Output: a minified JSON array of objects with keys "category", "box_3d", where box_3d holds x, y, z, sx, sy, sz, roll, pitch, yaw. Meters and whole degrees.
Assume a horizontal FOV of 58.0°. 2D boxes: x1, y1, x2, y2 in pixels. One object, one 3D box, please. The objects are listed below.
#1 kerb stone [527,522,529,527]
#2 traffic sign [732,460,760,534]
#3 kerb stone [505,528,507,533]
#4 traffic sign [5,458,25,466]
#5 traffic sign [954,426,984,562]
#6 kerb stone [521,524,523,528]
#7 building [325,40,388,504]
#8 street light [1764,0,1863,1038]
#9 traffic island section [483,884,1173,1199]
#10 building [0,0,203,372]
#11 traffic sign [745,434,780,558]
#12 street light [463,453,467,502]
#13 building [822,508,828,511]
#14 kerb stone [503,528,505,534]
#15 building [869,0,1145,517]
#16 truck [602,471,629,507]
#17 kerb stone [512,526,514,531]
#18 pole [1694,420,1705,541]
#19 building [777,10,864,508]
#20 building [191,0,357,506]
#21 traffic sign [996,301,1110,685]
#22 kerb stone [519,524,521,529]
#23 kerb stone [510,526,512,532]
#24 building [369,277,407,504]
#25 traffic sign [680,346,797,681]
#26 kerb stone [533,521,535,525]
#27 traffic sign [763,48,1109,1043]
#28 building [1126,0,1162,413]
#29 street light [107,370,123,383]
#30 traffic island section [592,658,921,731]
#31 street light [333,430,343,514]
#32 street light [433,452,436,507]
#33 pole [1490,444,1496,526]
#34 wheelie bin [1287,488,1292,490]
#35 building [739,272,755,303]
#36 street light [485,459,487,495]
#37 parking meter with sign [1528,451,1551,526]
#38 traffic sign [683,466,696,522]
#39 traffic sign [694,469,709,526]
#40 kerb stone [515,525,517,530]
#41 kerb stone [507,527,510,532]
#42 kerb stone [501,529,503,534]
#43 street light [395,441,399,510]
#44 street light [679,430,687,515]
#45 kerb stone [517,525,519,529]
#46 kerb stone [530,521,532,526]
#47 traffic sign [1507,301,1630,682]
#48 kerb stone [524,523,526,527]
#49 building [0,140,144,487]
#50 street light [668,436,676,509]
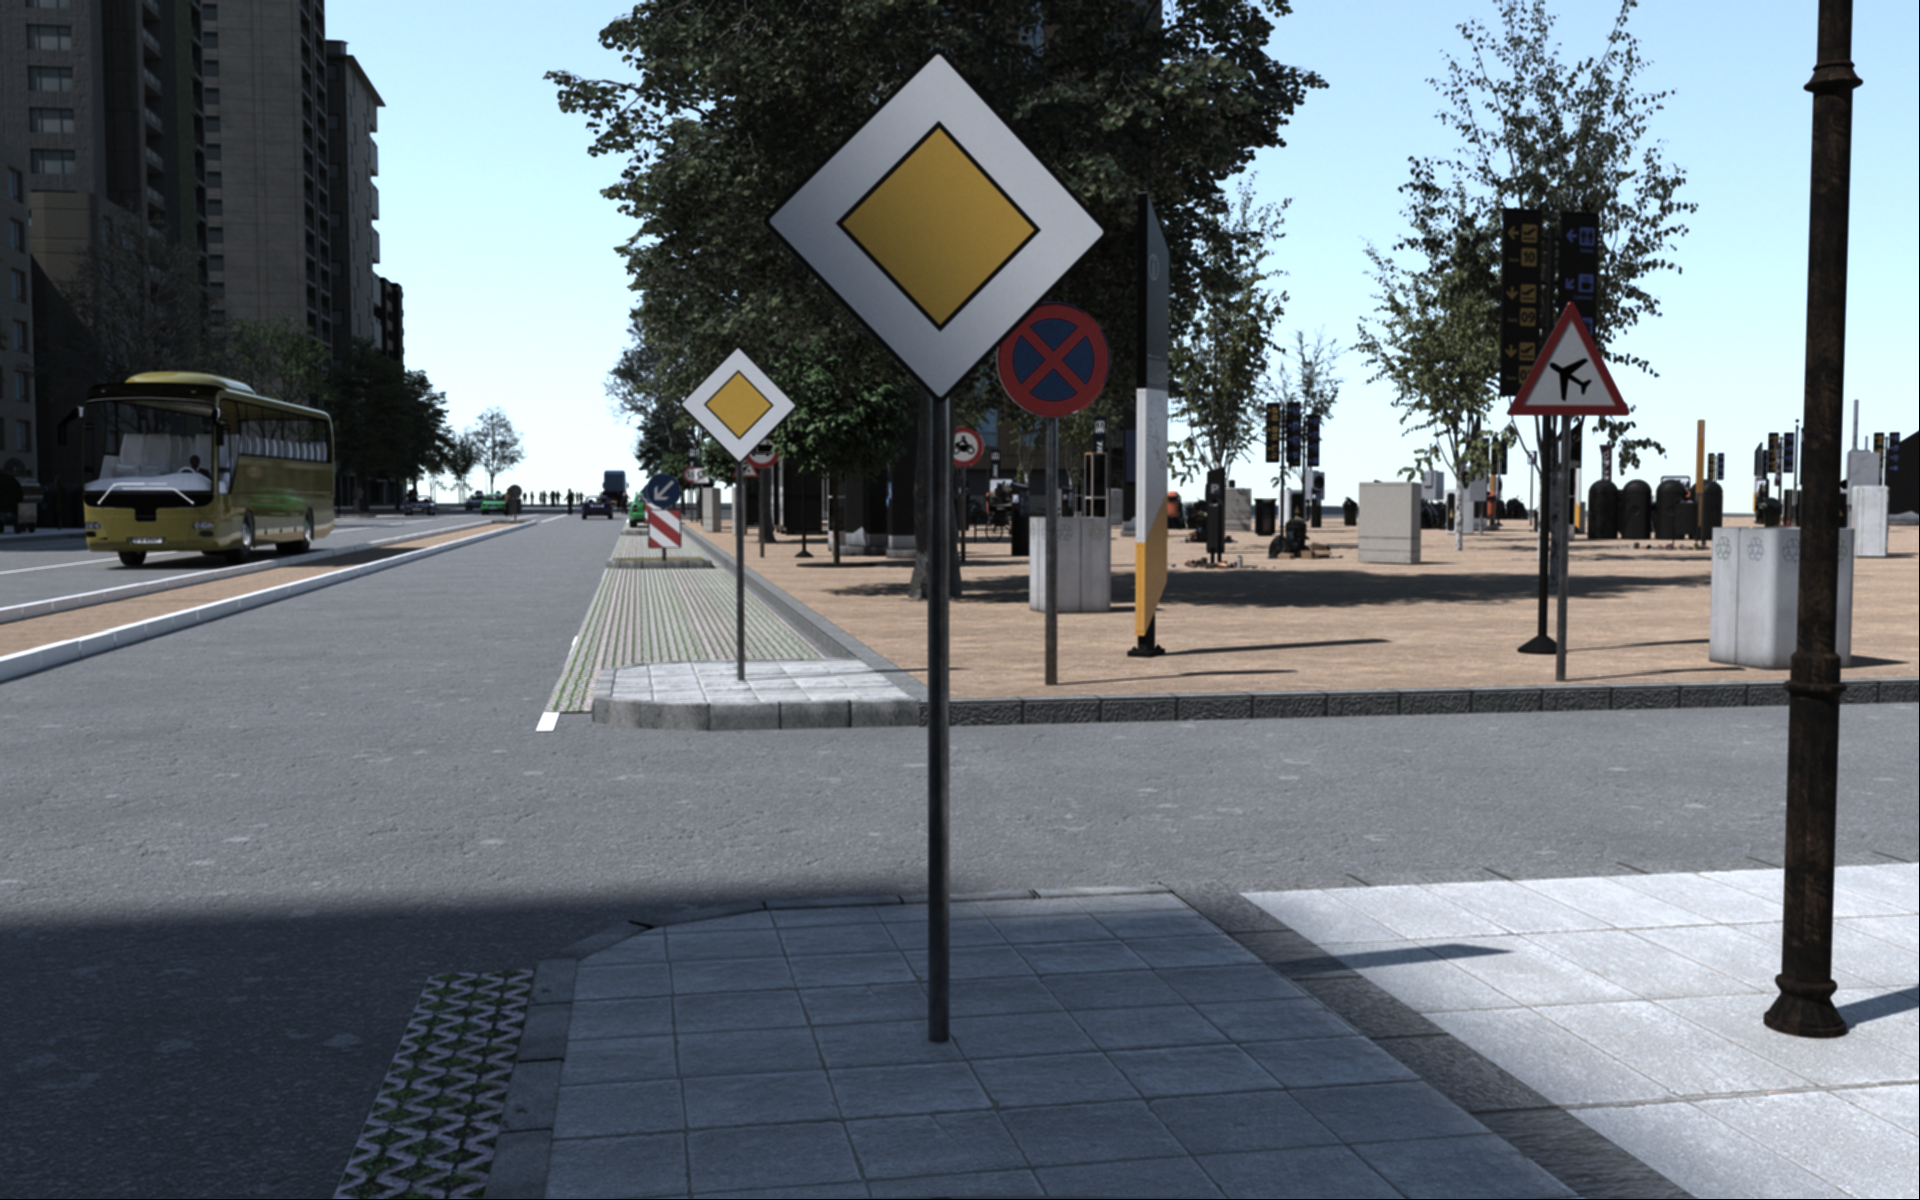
[{"category":"kerb stone","box_3d":[-18.912,-3.239,75.154,0.120,0.150,1.000,-1,4,-10]},{"category":"traffic sign","box_3d":[-6.812,-3.366,55.045,0.884,2.594,0.081,0,4,-6]},{"category":"kerb stone","box_3d":[-16.673,-2.499,63.059,0.120,0.150,1.000,-1,4,-10]},{"category":"traffic sign","box_3d":[-33.442,-3.742,61.288,0.768,2.556,0.104,0,4,-1]},{"category":"traffic sign","box_3d":[0.061,-1.984,32.552,0.768,2.556,0.104,0,4,-4]},{"category":"kerb stone","box_3d":[-18.161,-2.992,71.121,0.120,0.150,1.000,-1,4,-10]},{"category":"building","box_3d":[-83.859,-37.618,204.285,28.713,52.752,27.495,-1,4,-10]},{"category":"street light","box_3d":[2.033,-1.908,3.989,0.468,5.910,1.993,-1,4,-10]},{"category":"traffic island section","box_3d":[-0.031,1.113,4.091,2.009,0.180,2.903,-1,4,-10]},{"category":"building","box_3d":[-59.157,-26.308,113.727,14.154,41.232,14.086,-1,4,-10]},{"category":"traffic sign","box_3d":[-4.000,-2.132,34.966,0.768,2.556,0.104,-1,4,-9]},{"category":"street light","box_3d":[-55.191,-13.474,193.090,0.468,5.910,1.993,-1,4,-10]},{"category":"building","box_3d":[-1.940,-43.070,142.440,20.563,71.187,20.611,-1,4,-10]},{"category":"kerb stone","box_3d":[-16.478,-2.438,62.051,0.120,0.150,1.000,-1,4,-10]},{"category":"building","box_3d":[2.277,-27.794,104.540,14.600,45.320,14.200,-1,4,-10]},{"category":"truck","box_3d":[-38.517,-12.365,191.918,2.967,4.110,18.799,-1,4,-9]},{"category":"kerb stone","box_3d":[-17.228,-2.681,66.081,0.120,0.150,1.000,-1,4,-10]},{"category":"pole","box_3d":[20.335,-3.288,47.608,0.158,3.312,0.155,0,3,0]},{"category":"building","box_3d":[-14.728,-46.940,205.720,20.563,71.187,20.611,-1,4,-10]},{"category":"building","box_3d":[-75.121,-45.414,180.763,20.563,71.187,20.611,-1,4,-10]},{"category":"traffic sign","box_3d":[0.613,-0.701,11.568,0.768,2.556,0.104,0,4,-7]},{"category":"kerb stone","box_3d":[-17.980,-2.929,70.115,0.120,0.150,1.000,-1,4,-10]},{"category":"kerb stone","box_3d":[-17.041,-2.617,65.077,0.120,0.150,1.000,-1,4,-10]},{"category":"building","box_3d":[-80.812,-27.825,226.645,14.160,30.474,14.107,-1,4,-10]},{"category":"traffic sign","box_3d":[-1.510,-0.503,11.861,0.795,2.450,0.064,-1,4,-10]},{"category":"kerb stone","box_3d":[-19.660,-3.486,79.185,0.120,0.150,1.000,-1,4,-10]},{"category":"traffic sign","box_3d":[-0.053,-0.022,4.009,0.795,2.450,0.064,-1,4,-10]},{"category":"building","box_3d":[1.396,-41.815,121.929,20.563,71.187,20.611,-1,4,-10]},{"category":"street light","box_3d":[-31.333,-5.603,64.399,0.468,5.910,1.993,-1,4,-10]},{"category":"traffic island section","box_3d":[-1.488,0.632,11.942,2.009,0.180,2.903,-1,4,-10]},{"category":"street light","box_3d":[-40.288,-8.525,112.177,0.468,5.910,1.993,-1,4,-10]},{"category":"street light","box_3d":[-50.207,-11.785,165.471,0.468,5.910,1.993,-1,4,-10]},{"category":"pole","box_3d":[21.629,-4.673,70.250,0.158,3.312,0.155,0,3,0]},{"category":"wheelie bin","box_3d":[16.125,-4.715,85.005,0.693,1.594,0.980,2,4,25]},{"category":"building","box_3d":[-18.528,-35.305,231.858,22.147,44.769,28.867,-1,4,-10]},{"category":"street light","box_3d":[-60.354,-15.165,220.737,0.468,5.910,1.993,-1,4,-10]},{"category":"parking meter with sign","box_3d":[23.875,-4.516,70.090,1.738,3.016,0.543,-1,4,-14]},{"category":"traffic sign","box_3d":[-12.260,-4.833,79.127,0.768,2.556,0.104,0,4,-6]},{"category":"traffic sign","box_3d":[-10.232,-4.071,68.695,0.606,2.300,0.079,0,4,-5]},{"category":"kerb stone","box_3d":[-17.604,-2.807,68.097,0.120,0.150,1.000,-1,4,-10]},{"category":"kerb stone","box_3d":[-16.854,-2.561,64.065,0.120,0.150,1.000,-1,4,-10]},{"category":"kerb stone","box_3d":[-16.305,-2.376,61.042,0.120,0.150,1.000,-1,4,-10]},{"category":"street light","box_3d":[-45.407,-10.218,139.859,0.468,5.910,1.993,-1,4,-10]},{"category":"street light","box_3d":[-16.892,-8.137,105.827,0.468,5.910,1.993,-1,4,-10]},{"category":"kerb stone","box_3d":[-17.790,-2.869,69.107,0.120,0.150,1.000,-1,4,-10]},{"category":"kerb stone","box_3d":[-19.283,-3.362,77.173,0.120,0.150,1.000,-1,4,-10]},{"category":"traffic sign","box_3d":[4.118,-0.721,11.799,0.884,2.594,0.081,-1,4,-9]},{"category":"kerb stone","box_3d":[-18.542,-3.115,73.142,0.120,0.150,1.000,-1,4,-10]},{"category":"building","box_3d":[-62.157,-15.098,91.900,27.650,21.520,28.899,-1,4,-10]},{"category":"street light","box_3d":[-22.025,-9.825,133.419,0.468,5.910,1.993,-1,4,-10]}]
